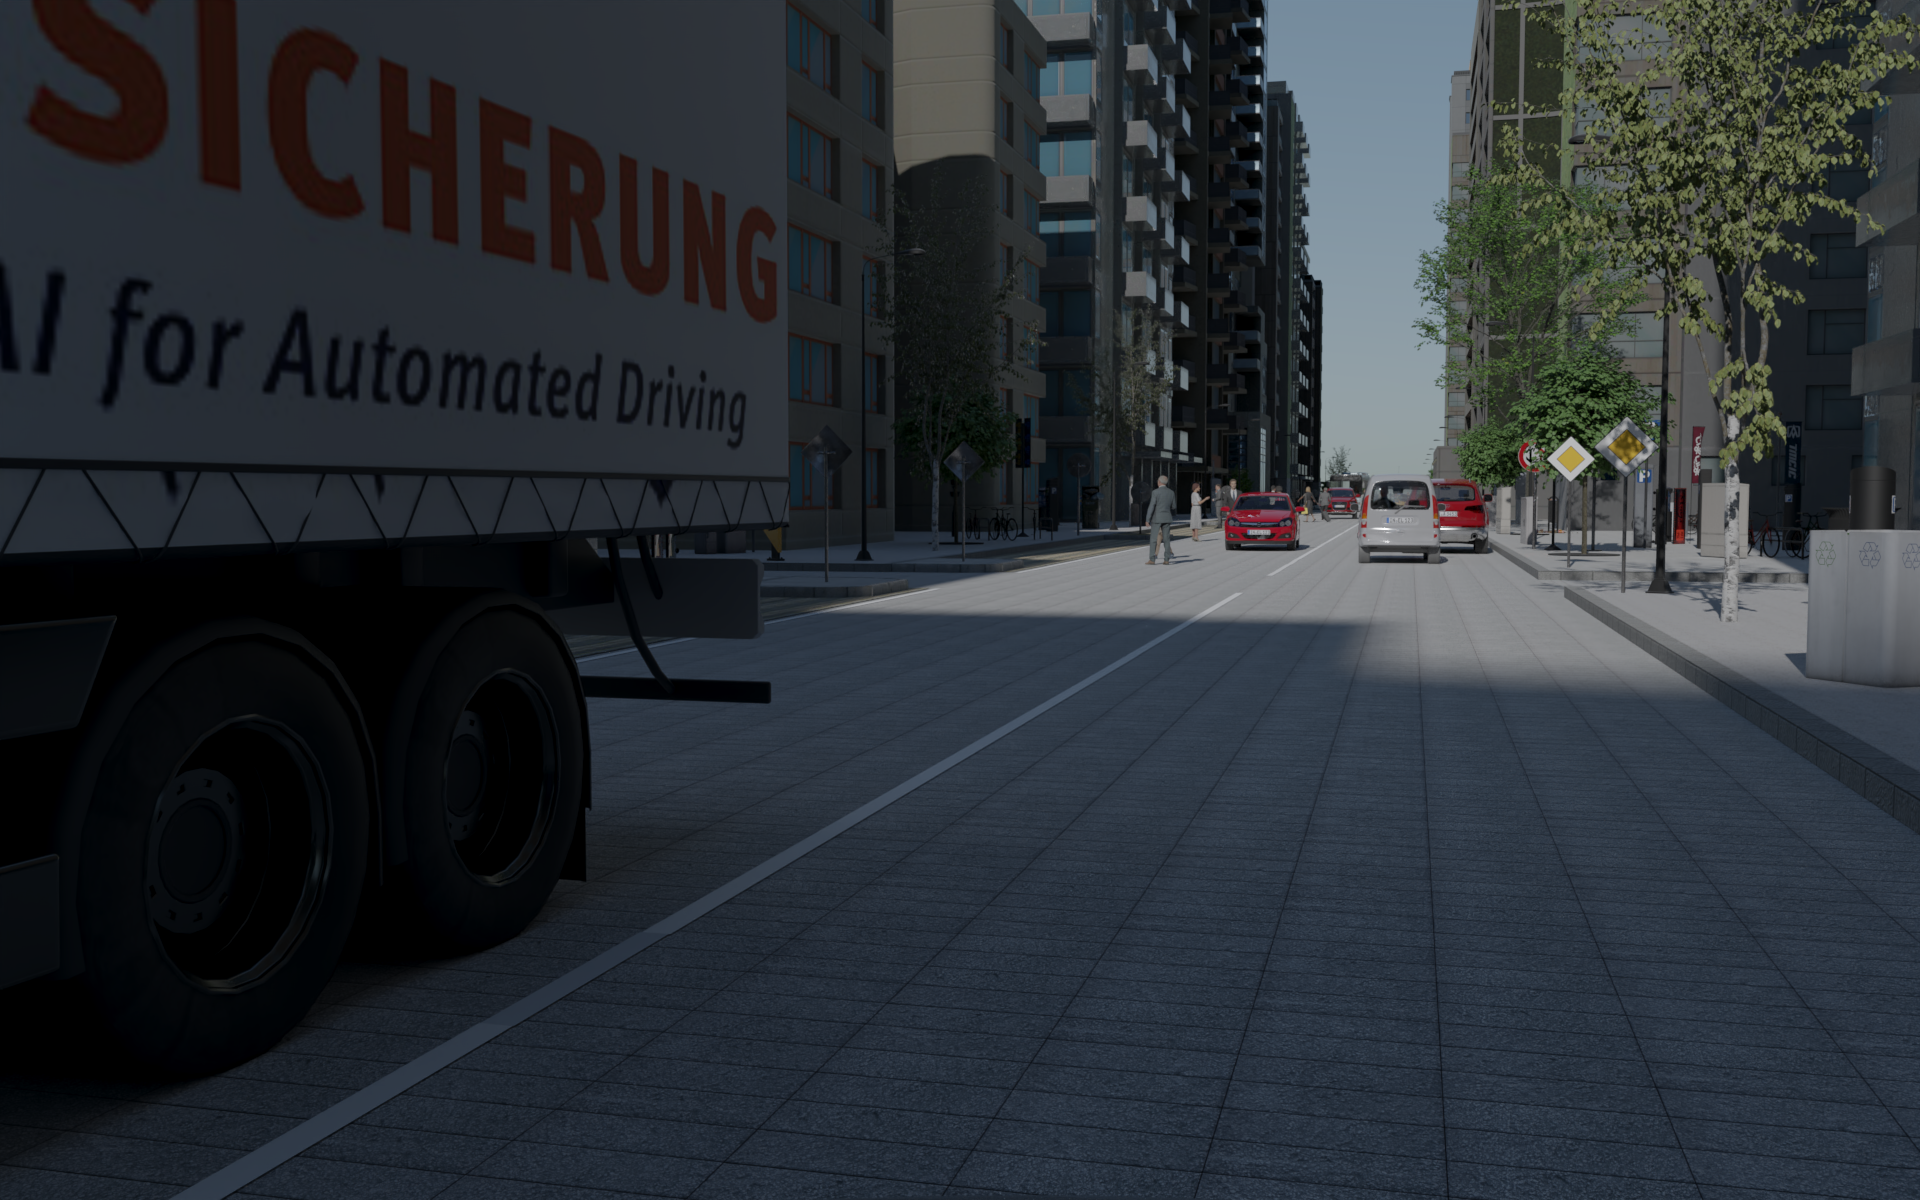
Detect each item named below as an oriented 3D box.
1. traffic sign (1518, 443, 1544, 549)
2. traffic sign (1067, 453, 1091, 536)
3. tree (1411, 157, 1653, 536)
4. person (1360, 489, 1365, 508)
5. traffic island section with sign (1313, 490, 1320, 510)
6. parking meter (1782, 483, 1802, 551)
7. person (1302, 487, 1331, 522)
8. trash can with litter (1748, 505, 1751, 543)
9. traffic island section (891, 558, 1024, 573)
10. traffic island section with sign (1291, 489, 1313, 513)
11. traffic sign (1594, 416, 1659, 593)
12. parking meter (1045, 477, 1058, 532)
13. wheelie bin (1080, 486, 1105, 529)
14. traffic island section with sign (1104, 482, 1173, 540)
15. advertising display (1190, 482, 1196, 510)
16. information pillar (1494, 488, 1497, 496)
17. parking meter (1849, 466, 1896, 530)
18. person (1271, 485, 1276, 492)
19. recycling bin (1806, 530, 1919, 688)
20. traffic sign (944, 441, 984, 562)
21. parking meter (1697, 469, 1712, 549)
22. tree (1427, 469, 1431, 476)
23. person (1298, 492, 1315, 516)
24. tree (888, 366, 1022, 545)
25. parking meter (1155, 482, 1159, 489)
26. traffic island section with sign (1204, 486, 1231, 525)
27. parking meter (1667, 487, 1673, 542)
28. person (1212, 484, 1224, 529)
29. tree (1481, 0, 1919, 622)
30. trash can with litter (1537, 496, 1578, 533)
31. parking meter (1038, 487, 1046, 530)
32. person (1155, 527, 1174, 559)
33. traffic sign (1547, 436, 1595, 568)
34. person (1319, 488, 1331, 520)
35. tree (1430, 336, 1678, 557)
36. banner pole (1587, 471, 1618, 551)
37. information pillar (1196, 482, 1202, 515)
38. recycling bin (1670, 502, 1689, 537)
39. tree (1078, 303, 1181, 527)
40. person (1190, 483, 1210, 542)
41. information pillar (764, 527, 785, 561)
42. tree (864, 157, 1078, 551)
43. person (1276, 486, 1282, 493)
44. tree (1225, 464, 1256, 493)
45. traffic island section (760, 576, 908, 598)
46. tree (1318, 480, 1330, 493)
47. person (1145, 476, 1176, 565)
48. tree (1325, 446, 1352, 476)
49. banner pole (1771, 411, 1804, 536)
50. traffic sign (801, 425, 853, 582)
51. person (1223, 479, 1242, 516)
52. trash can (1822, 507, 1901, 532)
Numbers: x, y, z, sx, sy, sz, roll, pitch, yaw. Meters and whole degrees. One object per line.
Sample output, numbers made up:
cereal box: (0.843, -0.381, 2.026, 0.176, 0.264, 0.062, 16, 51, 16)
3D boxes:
traffic sign: (13.332, -2.450, 40.158, 0.768, 2.556, 0.104, 1, 4, 19)
traffic sign: (3.658, -3.265, 53.496, 0.768, 2.556, 0.104, 1, 4, 19)
tree: (17.706, -7.839, 53.928, 9.928, 11.665, 9.643, 0, 3, 0)
person: (21.202, -4.961, 90.610, 0.512, 1.701, 0.522, 1, 4, 18)
traffic island section with sign: (31.934, -8.998, 155.741, 1.989, 1.847, 2.006, 1, 4, 15)
parking meter: (18.967, -1.901, 39.490, 0.372, 1.533, 0.369, 0, 3, 0)
person: (18.150, -4.865, 88.260, 1.509, 1.804, 0.699, 0, 4, -1)
trash can with litter: (20.731, -2.105, 45.811, 0.624, 1.170, 1.055, 0, 4, 2)
traffic island section: (0.043, -0.653, 32.956, 2.009, 0.180, 2.903, 1, 4, 15)
traffic island section with sign: (25.169, -7.402, 129.645, 1.989, 1.847, 2.006, 1, 4, 15)
traffic sign: (8.601, -1.148, 22.410, 0.795, 2.450, 0.064, 1, 4, 15)
parking meter: (3.132, -3.266, 59.110, 0.399, 1.863, 0.255, -2, 4, -27)
wheelie bin: (4.854, -3.432, 64.022, 0.980, 1.594, 0.693, 0, 4, 7)
traffic island section with sign: (5.691, -2.816, 54.669, 1.989, 1.847, 2.006, 1, 4, 15)
advertising display: (12.273, -5.264, 91.288, 0.123, 1.923, 0.974, 0, 4, -2)
information pillar: (22.967, -5.084, 74.474, 0.183, 3.616, 0.504, 3, 5, 40)
parking meter: (8.335, -0.455, 15.850, 0.372, 1.533, 0.369, 0, 3, 0)
person: (13.516, -4.019, 74.389, 0.511, 1.800, 0.466, 3, 5, 42)
recycling bin: (6.345, 0.043, 11.859, 0.722, 1.027, 0.722, -1, 4, -19)
traffic sign: (0.068, -1.789, 32.888, 0.795, 2.450, 0.064, 1, 4, 15)
parking meter: (17.425, -2.130, 40.543, 0.255, 1.863, 0.399, 1, 4, 16)
tree: (21.861, -5.360, 71.355, 4.285, 4.588, 4.351, 0, 3, 0)
person: (22.921, -6.478, 114.425, 0.705, 1.824, 1.348, -3, 5, -44)
tree: (-0.135, -3.714, 44.435, 4.285, 4.588, 4.351, 0, 3, 0)
parking meter: (8.336, -4.074, 72.317, 0.255, 1.863, 0.399, 3, 4, 36)
traffic island section with sign: (12.469, -4.412, 80.761, 1.989, 1.847, 2.006, 1, 4, 15)
parking meter: (18.893, -2.325, 46.420, 0.372, 1.533, 0.369, 0, 3, 0)
person: (10.656, -3.875, 71.658, 0.447, 1.846, 0.655, 1, 4, 18)
tree: (7.493, -4.083, 17.112, 4.737, 8.622, 4.395, 0, 3, 0)
trash can with litter: (19.497, -2.828, 57.298, 1.678, 1.210, 2.233, -1, 4, -15)
parking meter: (2.966, -3.245, 61.470, 0.372, 1.533, 0.369, 0, 3, 0)
person: (4.478, -1.549, 38.104, 0.640, 1.303, 0.475, -3, 5, -39)
traffic sign: (10.608, -1.621, 30.140, 0.795, 2.450, 0.064, 1, 4, 15)
person: (19.991, -5.260, 94.892, 0.661, 1.777, 0.834, 1, 4, 10)
tree: (13.026, -3.210, 36.203, 4.285, 4.588, 4.351, 0, 3, 0)
banner pole: (14.481, -2.995, 38.992, 0.863, 3.779, 0.401, -1, 4, -19)
information pillar: (14.390, -6.120, 104.558, 0.304, 2.012, 0.304, 3, 5, 40)
recycling bin: (21.473, -2.420, 52.114, 0.722, 1.027, 0.722, 2, 4, 32)
tree: (6.388, -7.116, 66.704, 4.360, 8.622, 3.978, 0, 3, 0)
person: (7.199, -2.635, 52.146, 0.524, 1.755, 0.480, -1, 4, -16)
information pillar: (-3.595, -2.561, 33.220, 0.183, 3.616, 0.504, -3, 5, -42)
tree: (-0.368, -5.423, 39.036, 4.360, 8.622, 3.978, 0, 3, 0)
person: (11.326, -3.162, 61.042, 0.643, 1.720, 0.563, 3, 4, 38)
tree: (18.962, -7.392, 115.462, 1.663, 3.219, 1.824, 0, 3, 0)
traffic island section: (-1.964, -0.180, 25.226, 2.009, 0.180, 2.903, 1, 4, 15)
tree: (48.443, -14.307, 228.523, 1.663, 3.219, 1.824, 0, 3, 0)
person: (4.041, -1.619, 35.146, 0.661, 1.801, 0.590, -2, 4, -24)
tree: (56.530, -18.858, 258.693, 4.737, 8.622, 4.395, 0, 3, 0)
banner pole: (25.061, -3.821, 52.488, 0.863, 3.779, 0.401, 1, 4, 9)
traffic sign: (-1.940, -1.316, 25.159, 0.795, 2.450, 0.064, 1, 4, 15)
person: (7.710, -2.465, 48.576, 0.659, 1.850, 0.755, 0, 4, 5)
trash can: (9.513, -0.408, 18.320, 0.748, 1.137, 0.748, 0, 3, 0)
